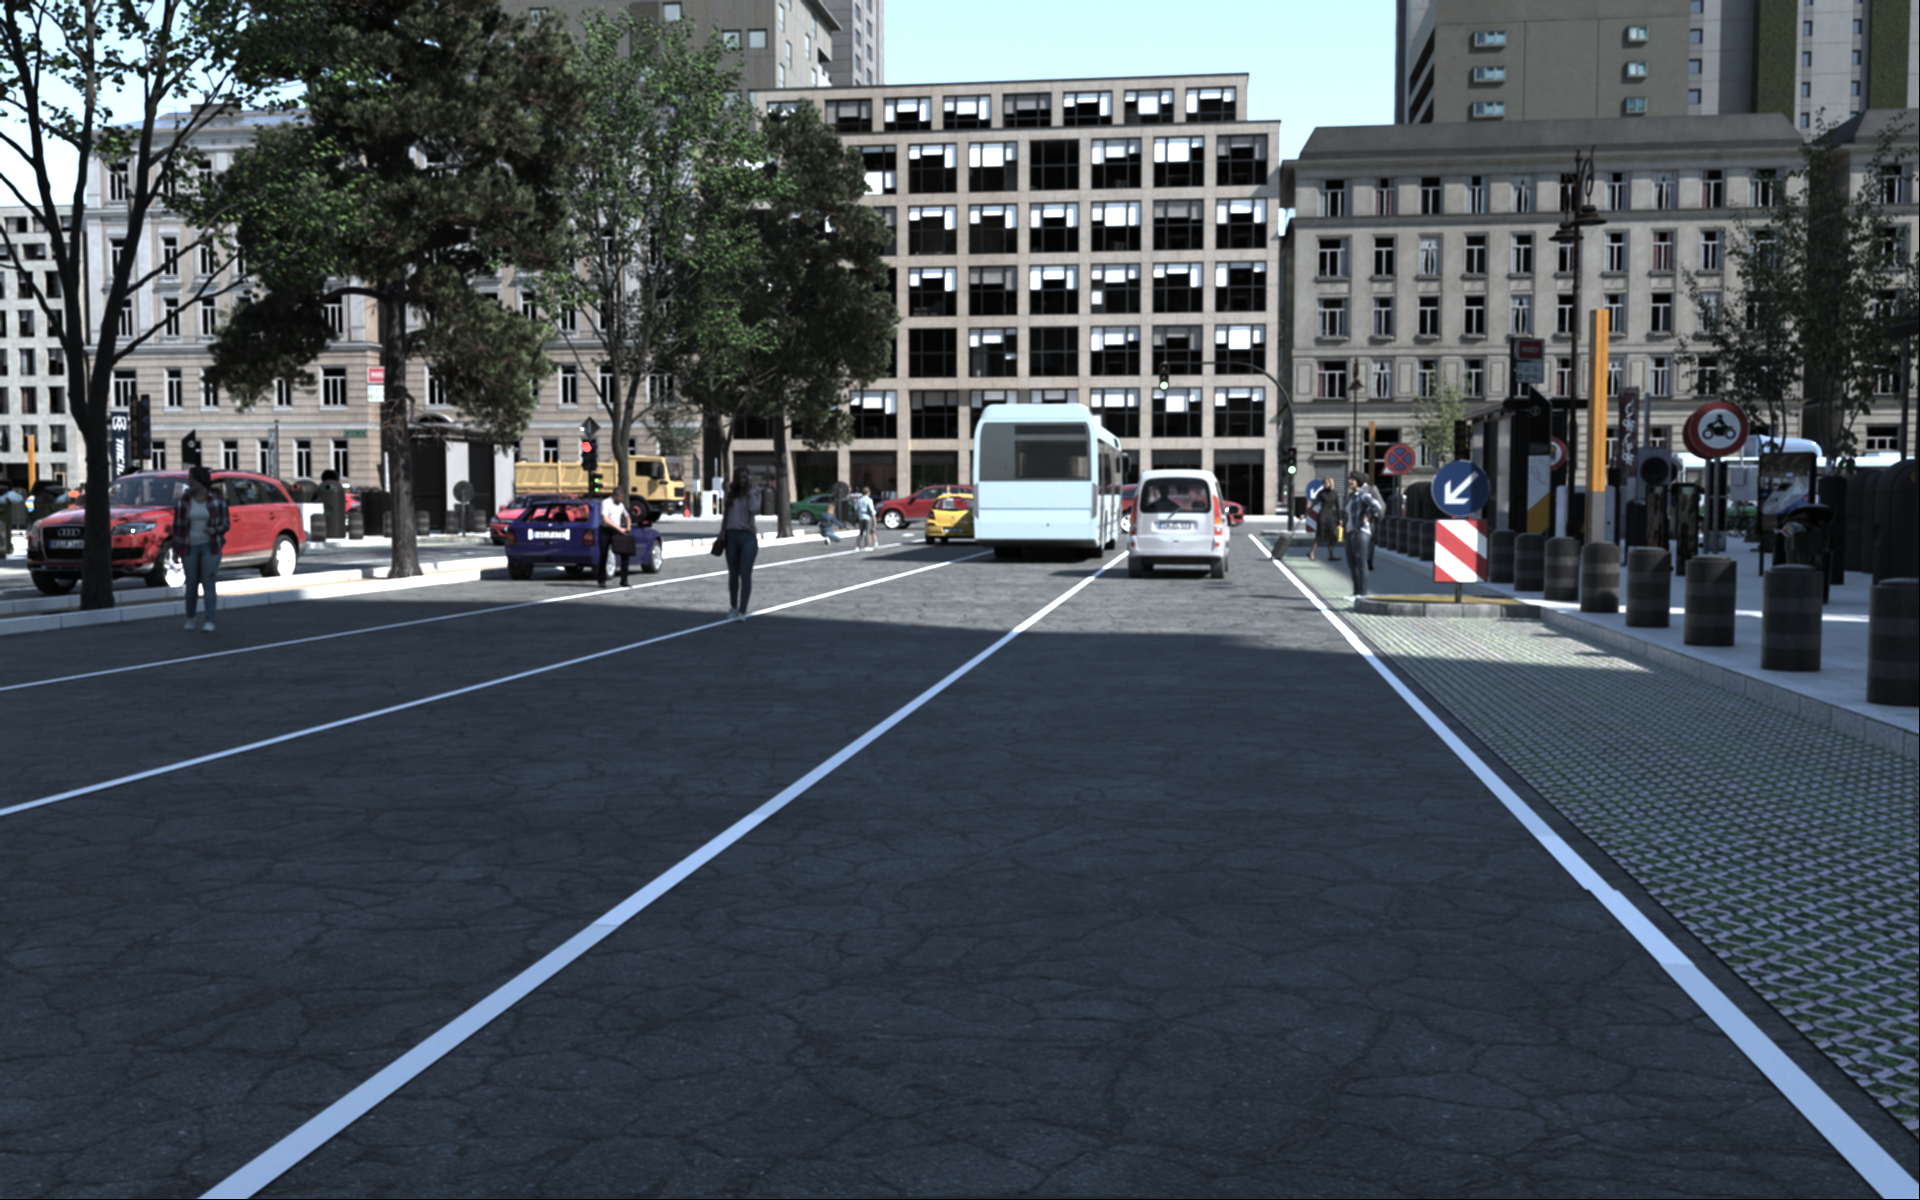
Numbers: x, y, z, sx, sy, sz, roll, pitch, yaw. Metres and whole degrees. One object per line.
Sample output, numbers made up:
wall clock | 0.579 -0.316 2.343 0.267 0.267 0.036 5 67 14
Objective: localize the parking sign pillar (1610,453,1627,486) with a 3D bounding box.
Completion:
parking sign pillar | 34.242 -6.175 89.435 1.447 3.967 1.447 2 4 24

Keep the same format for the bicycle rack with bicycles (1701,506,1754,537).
bicycle rack with bicycles | 23.573 -2.325 51.393 2.925 0.926 2.852 1 4 23

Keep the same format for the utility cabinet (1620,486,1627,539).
utility cabinet | 18.664 -2.493 49.446 0.318 1.500 1.173 0 4 -7

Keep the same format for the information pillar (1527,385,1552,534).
information pillar | 12.408 -2.800 37.129 0.504 3.616 0.183 3 5 42

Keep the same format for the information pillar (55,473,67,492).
information pillar | -31.119 -3.395 59.997 0.304 2.012 0.304 -1 4 -10

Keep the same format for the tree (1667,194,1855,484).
tree | 19.552 -5.605 42.011 4.360 8.622 3.978 0 3 0

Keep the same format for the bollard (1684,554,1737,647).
bollard | 6.380 -0.001 14.730 0.404 0.777 0.398 0 3 0

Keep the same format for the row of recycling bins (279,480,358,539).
row of recycling bins | -19.478 -2.646 50.380 3.534 1.692 1.069 1 4 13

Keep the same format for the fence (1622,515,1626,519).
fence | 17.855 -2.004 48.145 2.069 0.683 0.278 -1 4 -19

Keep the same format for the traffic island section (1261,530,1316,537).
traffic island section | 11.345 -2.268 59.359 2.009 0.180 2.903 1 4 8

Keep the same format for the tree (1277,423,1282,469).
tree | 36.375 -17.588 213.311 9.928 11.665 9.643 0 3 0

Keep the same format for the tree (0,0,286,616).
tree | -10.120 -5.614 19.999 9.928 11.665 9.643 0 3 0

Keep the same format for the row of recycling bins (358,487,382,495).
row of recycling bins | -35.828 -5.920 103.906 3.534 1.692 1.069 3 4 39

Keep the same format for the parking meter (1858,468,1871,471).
parking meter | 19.866 -1.973 37.966 0.255 1.863 0.399 0 4 3

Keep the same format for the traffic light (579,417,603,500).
traffic light | -13.403 -4.517 62.778 0.839 4.253 0.868 1 4 8

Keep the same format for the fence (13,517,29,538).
fence | -23.760 -1.776 44.410 2.069 0.683 0.278 -2 4 -32

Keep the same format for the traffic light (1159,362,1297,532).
traffic light | 9.224 -5.183 59.407 4.771 5.953 1.251 1 4 8

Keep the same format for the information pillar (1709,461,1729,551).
information pillar | 16.992 -2.101 38.840 0.304 2.012 0.304 0 4 0

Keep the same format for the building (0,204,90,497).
building | -64.984 -16.141 118.651 16.860 20.320 10.420 1 4 8

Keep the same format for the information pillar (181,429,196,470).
information pillar | -27.566 -4.320 61.990 0.504 3.616 0.183 -3 5 -42

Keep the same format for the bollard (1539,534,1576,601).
bollard | 7.270 -0.379 20.914 0.404 0.777 0.398 0 3 0

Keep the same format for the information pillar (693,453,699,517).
information pillar | -15.062 -6.573 98.826 0.183 3.616 0.504 -3 5 -45

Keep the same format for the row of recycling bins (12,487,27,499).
row of recycling bins | -59.020 -6.169 107.975 1.069 1.692 3.534 -1 4 -11

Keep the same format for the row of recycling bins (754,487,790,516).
row of recycling bins | -11.794 -5.816 102.208 3.534 1.692 1.069 -1 4 -17

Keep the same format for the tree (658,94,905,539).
tree | -5.713 -8.857 54.696 7.806 13.903 7.818 0 3 0

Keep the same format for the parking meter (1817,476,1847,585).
parking meter | 12.372 -0.991 24.607 0.372 1.533 0.369 0 3 0

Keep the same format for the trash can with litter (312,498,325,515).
trash can with litter | -18.422 -2.284 48.737 1.055 1.170 0.624 -1 4 -14

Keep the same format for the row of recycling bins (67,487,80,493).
row of recycling bins | -53.342 -5.929 104.057 3.534 1.692 1.069 0 4 -3

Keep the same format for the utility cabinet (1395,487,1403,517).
utility cabinet | 14.172 -3.002 57.761 1.173 1.500 0.318 -1 4 -15

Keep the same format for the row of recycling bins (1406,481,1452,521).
row of recycling bins | 15.346 -3.045 56.900 1.069 1.692 3.534 0 4 3

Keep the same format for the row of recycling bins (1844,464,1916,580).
row of recycling bins | 15.057 -1.249 27.531 1.069 1.692 3.534 0 4 5

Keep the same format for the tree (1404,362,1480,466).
tree | 26.900 -8.893 95.761 4.737 8.622 4.395 0 3 0

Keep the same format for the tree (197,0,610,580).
tree | -9.290 -6.354 28.397 6.751 12.117 7.091 0 3 0

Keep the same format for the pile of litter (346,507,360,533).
pile of litter | -20.193 -2.699 58.099 1.719 0.858 1.176 1 4 17

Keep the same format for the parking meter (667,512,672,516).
parking meter | -17.159 -5.907 102.297 0.255 1.863 0.399 0 3 0

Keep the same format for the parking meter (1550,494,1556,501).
parking meter | 43.648 -7.274 127.336 0.372 1.533 0.369 0 3 0

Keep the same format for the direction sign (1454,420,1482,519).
direction sign | 15.634 -3.747 53.261 0.876 3.537 0.379 0 4 4

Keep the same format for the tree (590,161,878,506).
tree | -6.193 -6.736 46.997 8.767 10.594 7.601 1 4 8

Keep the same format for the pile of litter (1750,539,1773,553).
pile of litter | 18.089 -1.482 38.193 1.176 0.858 1.719 1 4 22

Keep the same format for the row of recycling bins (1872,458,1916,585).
row of recycling bins | 12.116 -0.744 19.280 3.534 1.692 1.069 3 4 39

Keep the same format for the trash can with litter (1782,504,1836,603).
trash can with litter | 9.959 -0.561 20.558 0.624 1.170 1.055 1 4 11

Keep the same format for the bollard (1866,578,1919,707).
bollard | 5.786 0.251 10.607 0.404 0.777 0.398 0 3 0

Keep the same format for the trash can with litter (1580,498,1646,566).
trash can with litter | 11.798 -1.228 31.129 2.233 1.210 1.678 -1 4 -17

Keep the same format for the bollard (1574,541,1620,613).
bollard | 6.970 -0.253 18.852 0.404 0.777 0.398 0 3 0

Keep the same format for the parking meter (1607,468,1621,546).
parking meter | 14.825 -2.053 39.275 0.255 1.863 0.399 2 4 28

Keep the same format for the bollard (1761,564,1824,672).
bollard | 6.086 0.125 12.669 0.404 0.777 0.398 0 3 0

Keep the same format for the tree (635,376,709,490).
tree | -17.486 -9.444 104.768 4.360 8.622 3.978 0 3 0

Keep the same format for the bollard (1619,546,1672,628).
bollard | 6.675 -0.127 16.792 0.404 0.777 0.398 0 3 0

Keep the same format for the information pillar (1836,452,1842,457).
information pillar | 44.973 -5.960 88.807 0.504 3.616 0.183 -1 4 -20

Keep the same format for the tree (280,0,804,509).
tree | -7.226 -6.653 36.987 9.928 11.665 9.643 0 3 0

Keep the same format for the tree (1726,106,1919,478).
tree | 17.207 -5.091 33.605 4.737 8.622 4.395 0 3 0

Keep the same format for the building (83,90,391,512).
building | -46.433 -20.282 117.512 20.117 28.700 13.634 1 4 8

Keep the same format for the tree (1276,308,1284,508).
tree | 26.921 -18.304 155.157 12.611 20.169 13.585 0 3 0

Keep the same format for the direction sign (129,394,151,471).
direction sign | -18.688 -2.908 39.547 0.876 3.537 0.379 3 4 38
